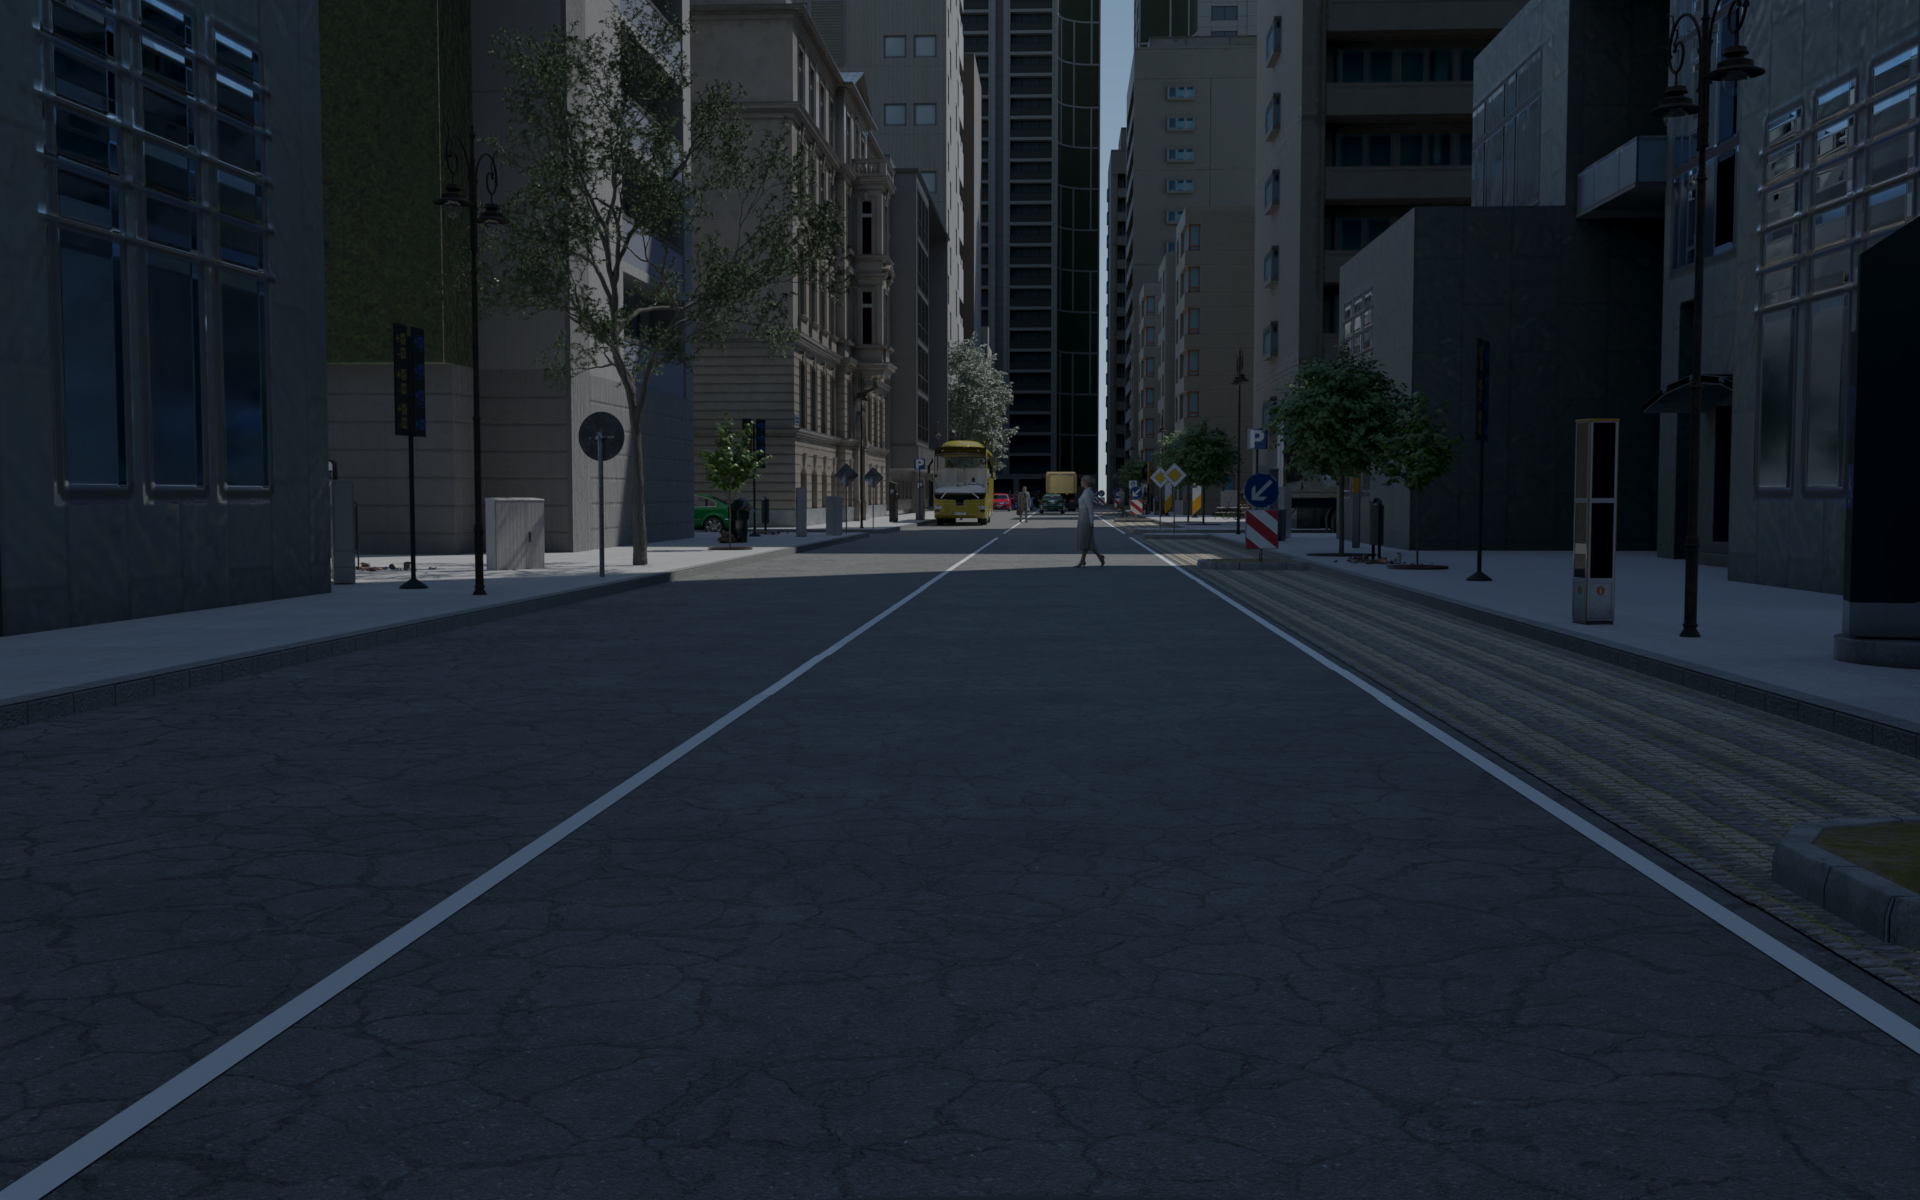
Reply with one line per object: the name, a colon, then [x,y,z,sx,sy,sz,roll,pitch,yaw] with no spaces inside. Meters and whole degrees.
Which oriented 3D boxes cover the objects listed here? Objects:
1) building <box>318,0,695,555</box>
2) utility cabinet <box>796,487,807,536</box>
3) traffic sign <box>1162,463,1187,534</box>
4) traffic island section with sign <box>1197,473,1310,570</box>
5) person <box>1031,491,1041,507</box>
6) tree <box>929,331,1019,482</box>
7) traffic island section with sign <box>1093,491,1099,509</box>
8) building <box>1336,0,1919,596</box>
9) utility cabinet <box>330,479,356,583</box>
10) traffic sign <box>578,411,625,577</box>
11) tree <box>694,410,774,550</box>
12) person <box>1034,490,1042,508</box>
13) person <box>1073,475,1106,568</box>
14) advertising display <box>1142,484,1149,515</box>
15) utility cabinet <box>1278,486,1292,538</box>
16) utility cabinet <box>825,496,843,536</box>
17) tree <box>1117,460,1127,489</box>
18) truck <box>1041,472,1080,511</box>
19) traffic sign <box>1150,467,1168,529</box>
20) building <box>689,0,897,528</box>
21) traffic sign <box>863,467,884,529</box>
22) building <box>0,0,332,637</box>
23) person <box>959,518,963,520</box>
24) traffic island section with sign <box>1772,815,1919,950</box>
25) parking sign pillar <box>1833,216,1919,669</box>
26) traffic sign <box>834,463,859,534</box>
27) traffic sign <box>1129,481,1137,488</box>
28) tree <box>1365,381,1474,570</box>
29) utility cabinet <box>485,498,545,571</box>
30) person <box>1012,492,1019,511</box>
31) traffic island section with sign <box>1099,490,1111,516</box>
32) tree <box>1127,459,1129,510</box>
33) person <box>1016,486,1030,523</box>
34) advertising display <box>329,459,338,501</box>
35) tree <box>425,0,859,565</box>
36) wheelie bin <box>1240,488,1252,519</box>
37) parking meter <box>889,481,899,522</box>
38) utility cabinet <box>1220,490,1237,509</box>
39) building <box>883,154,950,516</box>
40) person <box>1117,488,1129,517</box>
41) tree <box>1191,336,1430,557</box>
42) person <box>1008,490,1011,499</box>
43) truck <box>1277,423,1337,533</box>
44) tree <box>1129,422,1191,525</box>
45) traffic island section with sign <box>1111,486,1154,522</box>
building: [-22.041,-30.792,45.451,28.212,58.520,21.231,0,4,3]
utility cabinet: [-4.833,-2.685,52.571,0.318,1.500,1.173,0,4,-7]
traffic sign: [6.883,-3.180,55.634,0.795,2.450,0.064,0,4,3]
traffic island section with sign: [5.592,-1.506,33.252,1.989,1.847,2.006,0,4,3]
person: [8.337,-11.166,191.204,1.348,1.807,0.705,1,4,23]
tree: [-0.295,-13.965,134.990,9.857,13.997,8.962,0,3,0]
traffic island section with sign: [13.418,-9.604,165.654,1.989,1.847,2.006,0,4,3]
building: [21.025,-43.933,30.973,22.319,86.520,31.000,0,4,3]
utility cabinet: [-8.936,-1.000,25.028,0.318,1.500,1.173,-1,4,-21]
traffic sign: [-5.542,-1.629,26.742,0.768,2.556,0.104,1,4,13]
tree: [-5.397,-2.772,39.929,1.663,3.219,1.824,0,3,0]
person: [7.988,-10.237,176.018,1.348,1.807,0.705,-3,4,-37]
person: [2.533,-1.530,33.747,0.641,1.798,0.478,1,4,17]
advertising display: [11.438,-6.212,106.772,0.123,1.923,0.974,-1,4,-14]
utility cabinet: [9.413,-2.559,50.516,0.318,1.500,1.173,1,4,20]
utility cabinet: [-3.917,-2.617,53.949,0.306,1.237,1.020,-1,4,-19]
tree: [14.444,-9.602,140.704,4.285,4.588,4.351,0,3,0]
truck: [8.755,-9.432,150.136,3.469,3.379,9.791,0,4,3]
traffic sign: [7.355,-3.667,63.605,0.795,2.450,0.064,0,4,3]
building: [-10.392,-16.116,82.582,14.460,24.649,34.723,0,4,3]
traffic sign: [-3.220,-3.707,64.249,0.795,2.450,0.064,0,4,3]
building: [-18.230,-42.343,4.976,22.319,86.520,31.000,0,4,3]
person: [0.052,-5.342,95.962,0.709,1.813,0.853,-2,4,-25]
traffic island section with sign: [3.954,0.171,5.835,1.989,1.847,2.006,0,4,3]
parking sign pillar: [7.471,-1.506,13.102,1.447,3.967,1.447,1,4,20]
traffic sign: [-3.691,-3.219,56.278,0.795,2.450,0.064,0,4,3]
traffic sign: [13.222,-7.966,132.381,0.606,2.300,0.079,1,4,11]
tree: [7.750,-2.150,29.760,1.663,3.219,1.824,0,3,0]
utility cabinet: [-7.551,-1.117,29.432,0.306,1.237,1.020,3,4,38]
person: [4.673,-8.350,146.489,0.593,1.643,0.415,0,4,5]
traffic island section with sign: [10.459,-6.535,115.469,1.989,1.847,2.006,0,4,3]
tree: [10.342,-5.825,78.950,4.285,4.588,4.351,0,3,0]
person: [3.203,-4.792,86.947,0.694,1.812,0.767,-1,4,-9]
advertising display: [-12.107,-1.662,32.393,0.974,1.923,0.123,1,4,10]
tree: [-5.683,-5.926,31.300,8.767,10.594,7.601,1,4,12]
wheelie bin: [14.778,-5.003,89.714,0.693,1.594,0.980,-3,5,-44]
parking meter: [-3.015,-4.475,78.882,0.399,1.863,0.255,2,4,28]
utility cabinet: [16.014,-5.739,102.510,1.173,1.500,0.318,2,4,32]
building: [-8.713,-18.110,115.160,14.314,24.678,30.058,0,4,3]
person: [10.105,-6.082,108.057,0.853,1.813,0.709,-1,4,-15]
tree: [7.911,-3.203,36.081,4.285,4.588,4.351,0,3,0]
person: [5.085,-10.264,176.403,0.705,1.814,1.350,0,4,2]
truck: [16.674,-4.322,59.576,11.283,4.237,2.839,0,4,5]
tree: [10.218,-5.405,72.089,4.285,4.588,4.351,0,3,0]
traffic island section with sign: [8.838,-4.869,88.237,1.989,1.847,2.006,0,4,3]
